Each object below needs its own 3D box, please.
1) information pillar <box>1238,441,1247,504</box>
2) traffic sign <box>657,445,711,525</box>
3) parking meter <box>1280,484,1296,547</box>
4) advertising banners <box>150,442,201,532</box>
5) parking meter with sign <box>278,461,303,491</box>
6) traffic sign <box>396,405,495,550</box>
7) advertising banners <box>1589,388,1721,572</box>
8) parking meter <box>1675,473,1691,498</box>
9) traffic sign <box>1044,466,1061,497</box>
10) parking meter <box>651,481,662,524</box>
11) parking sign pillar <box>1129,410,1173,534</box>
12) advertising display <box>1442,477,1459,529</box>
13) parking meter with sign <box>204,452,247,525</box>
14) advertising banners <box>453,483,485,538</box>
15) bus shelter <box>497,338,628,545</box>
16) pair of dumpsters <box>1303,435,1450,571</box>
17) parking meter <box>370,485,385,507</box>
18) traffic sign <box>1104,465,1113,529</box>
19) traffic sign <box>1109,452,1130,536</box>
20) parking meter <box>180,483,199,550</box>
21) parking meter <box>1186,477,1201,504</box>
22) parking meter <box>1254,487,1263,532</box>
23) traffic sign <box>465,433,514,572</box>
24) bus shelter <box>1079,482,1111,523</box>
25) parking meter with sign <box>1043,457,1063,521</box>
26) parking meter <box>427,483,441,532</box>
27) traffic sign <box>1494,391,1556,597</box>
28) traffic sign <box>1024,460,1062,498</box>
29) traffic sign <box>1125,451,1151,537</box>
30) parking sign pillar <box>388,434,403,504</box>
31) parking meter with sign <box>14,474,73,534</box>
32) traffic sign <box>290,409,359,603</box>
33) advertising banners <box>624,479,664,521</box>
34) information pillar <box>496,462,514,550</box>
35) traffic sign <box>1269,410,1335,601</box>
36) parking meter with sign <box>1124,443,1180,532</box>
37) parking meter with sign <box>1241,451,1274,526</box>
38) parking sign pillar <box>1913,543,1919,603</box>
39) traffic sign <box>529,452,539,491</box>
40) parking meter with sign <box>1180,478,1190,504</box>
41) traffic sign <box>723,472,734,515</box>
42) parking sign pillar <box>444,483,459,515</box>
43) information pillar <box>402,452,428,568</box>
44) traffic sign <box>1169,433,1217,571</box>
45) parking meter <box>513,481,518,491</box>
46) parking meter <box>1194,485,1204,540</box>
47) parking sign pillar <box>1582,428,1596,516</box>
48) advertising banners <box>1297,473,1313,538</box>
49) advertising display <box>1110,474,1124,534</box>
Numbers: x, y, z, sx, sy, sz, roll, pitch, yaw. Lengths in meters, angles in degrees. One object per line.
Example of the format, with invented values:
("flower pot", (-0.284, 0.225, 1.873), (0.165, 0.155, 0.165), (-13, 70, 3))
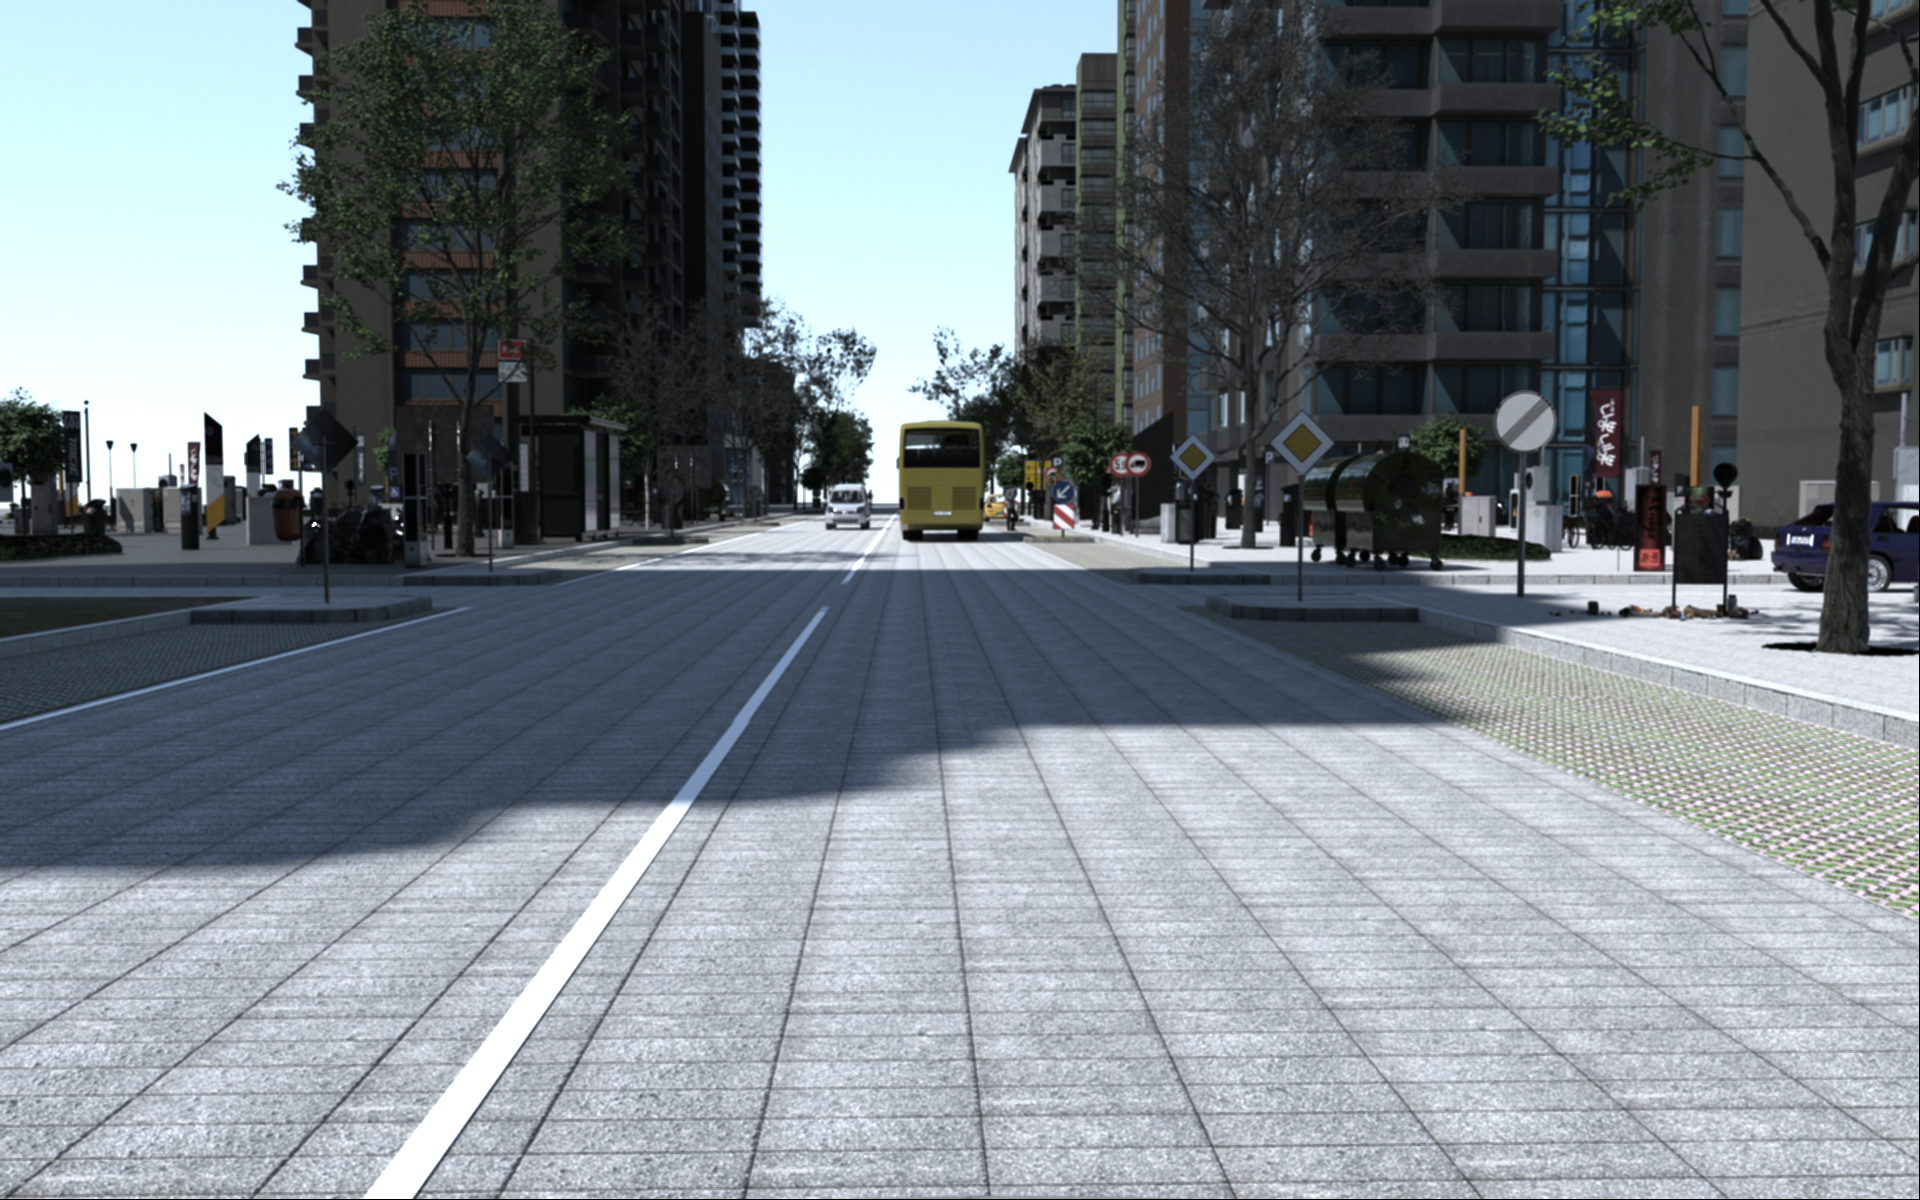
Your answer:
("information pillar", (12.096, -5.046, 73.863), (0.183, 3.616, 0.504), (-3, 5, -43))
("traffic sign", (-11.430, -4.765, 71.781), (2.265, 3.308, 0.079), (0, 4, 3))
("parking meter", (8.003, -2.071, 42.265), (0.372, 1.533, 0.369), (0, 3, 0))
("advertising banners", (-26.278, -3.784, 58.054), (2.074, 3.025, 0.090), (1, 4, 17))
("parking meter with sign", (-35.121, -5.745, 90.191), (0.543, 3.016, 1.738), (2, 4, 34))
("traffic sign", (-11.768, -2.798, 39.621), (2.265, 3.308, 0.079), (0, 4, 2))
("advertising banners", (11.442, -1.982, 28.586), (2.074, 3.025, 0.090), (1, 4, 12))
("parking meter", (19.976, -2.578, 47.865), (0.255, 1.863, 0.399), (-2, 4, -29))
("traffic sign", (4.251, -4.860, 79.573), (0.768, 2.556, 0.104), (0, 4, 4))
("parking meter", (-13.222, -4.266, 75.462), (0.399, 1.863, 0.255), (1, 4, 11))
("parking sign pillar", (6.167, -4.104, 55.567), (1.447, 3.967, 1.447), (0, 4, 2))
("advertising display", (18.137, -3.605, 64.162), (0.974, 1.923, 0.123), (-2, 4, -24))
("parking meter with sign", (-30.511, -4.632, 71.997), (1.738, 3.016, 0.543), (-1, 4, -13))
("advertising banners", (-14.667, -3.383, 51.494), (0.090, 3.025, 2.074), (-3, 5, -42))
("bus shelter", (-10.898, -4.267, 47.396), (2.179, 5.291, 8.768), (0, 4, -2))
("pair of dumpsters", (7.325, -1.726, 30.710), (1.574, 2.255, 4.437), (0, 4, -1))
("parking meter", (-15.951, -2.387, 47.437), (0.372, 1.533, 0.369), (0, 3, 0))
("traffic sign", (5.575, -3.876, 63.376), (0.884, 2.594, 0.081), (0, 4, 1))
("traffic sign", (4.912, -3.210, 52.589), (0.768, 2.556, 0.104), (0, 4, 7))
("parking meter", (-17.791, -1.932, 39.997), (0.372, 1.533, 0.369), (0, 3, 0))
("parking meter", (7.331, -2.954, 54.015), (0.255, 1.863, 0.399), (-1, 4, -12))
("parking meter", (9.962, -3.033, 57.995), (0.372, 1.533, 0.369), (0, 3, 0))
("traffic sign", (-7.695, -1.512, 28.369), (0.795, 2.450, 0.064), (0, 4, -2))
("bus shelter", (6.319, -5.446, 80.330), (1.731, 3.624, 6.357), (0, 4, -2))
("parking meter with sign", (4.419, -5.321, 83.258), (0.543, 3.016, 1.738), (-1, 4, -14))
("parking meter", (-18.014, -3.264, 59.082), (0.255, 1.863, 0.399), (0, 4, 8))
("traffic sign", (6.979, -1.308, 21.484), (0.768, 2.556, 0.104), (0, 4, 1))
("traffic sign", (5.002, -6.753, 104.283), (2.265, 3.308, 0.079), (0, 4, 1))
("traffic sign", (5.240, -3.123, 51.173), (0.768, 2.556, 0.104), (0, 4, -1))
("parking sign pillar", (-17.730, -4.077, 55.130), (1.447, 3.967, 1.447), (0, 4, 7))
("parking meter with sign", (-29.402, -3.627, 55.567), (1.738, 3.016, 0.543), (0, 4, -8))
("traffic sign", (-7.469, -1.024, 20.387), (0.795, 2.450, 0.064), (0, 4, -2))
("advertising banners", (-14.913, -5.228, 81.671), (2.074, 3.025, 0.090), (-1, 4, -21))
("information pillar", (-10.562, -2.183, 40.190), (0.304, 2.012, 0.304), (-3, 5, -39))
("traffic sign", (4.071, -1.043, 20.692), (0.795, 2.450, 0.064), (0, 4, -2))
("parking meter with sign", (6.526, -3.862, 59.407), (1.738, 3.016, 0.543), (-1, 4, -12))
("parking meter with sign", (12.016, -4.564, 70.890), (0.543, 3.016, 1.738), (-2, 4, -35))
("parking sign pillar", (12.053, -1.946, 20.283), (1.447, 3.967, 1.447), (-3, 5, -42))
("traffic sign", (-12.901, -3.221, 52.761), (0.768, 2.556, 0.104), (0, 4, 1))
("parking meter with sign", (10.307, -5.104, 79.717), (0.543, 3.016, 1.738), (3, 5, 44))
("traffic sign", (-13.720, -6.233, 101.917), (0.884, 2.594, 0.081), (0, 4, 6))
("parking sign pillar", (-23.053, -5.538, 79.017), (1.447, 3.967, 1.447), (1, 4, 10))
("information pillar", (-9.491, -1.571, 30.176), (0.304, 2.012, 0.304), (1, 4, 11))
("traffic sign", (3.845, -1.531, 28.674), (0.795, 2.450, 0.064), (0, 4, -2))
("parking meter", (-20.055, -4.416, 77.917), (0.399, 1.863, 0.255), (-2, 4, -32))
("parking meter", (6.597, -2.431, 48.154), (0.372, 1.533, 0.369), (0, 3, 0))
("parking sign pillar", (25.655, -5.005, 70.301), (1.447, 3.967, 1.447), (0, 4, 6))
("advertising banners", (10.269, -3.303, 50.194), (0.090, 3.025, 2.074), (-1, 4, -21))
("advertising display", (5.035, -3.074, 55.475), (0.123, 1.923, 0.974), (-1, 4, -14))
